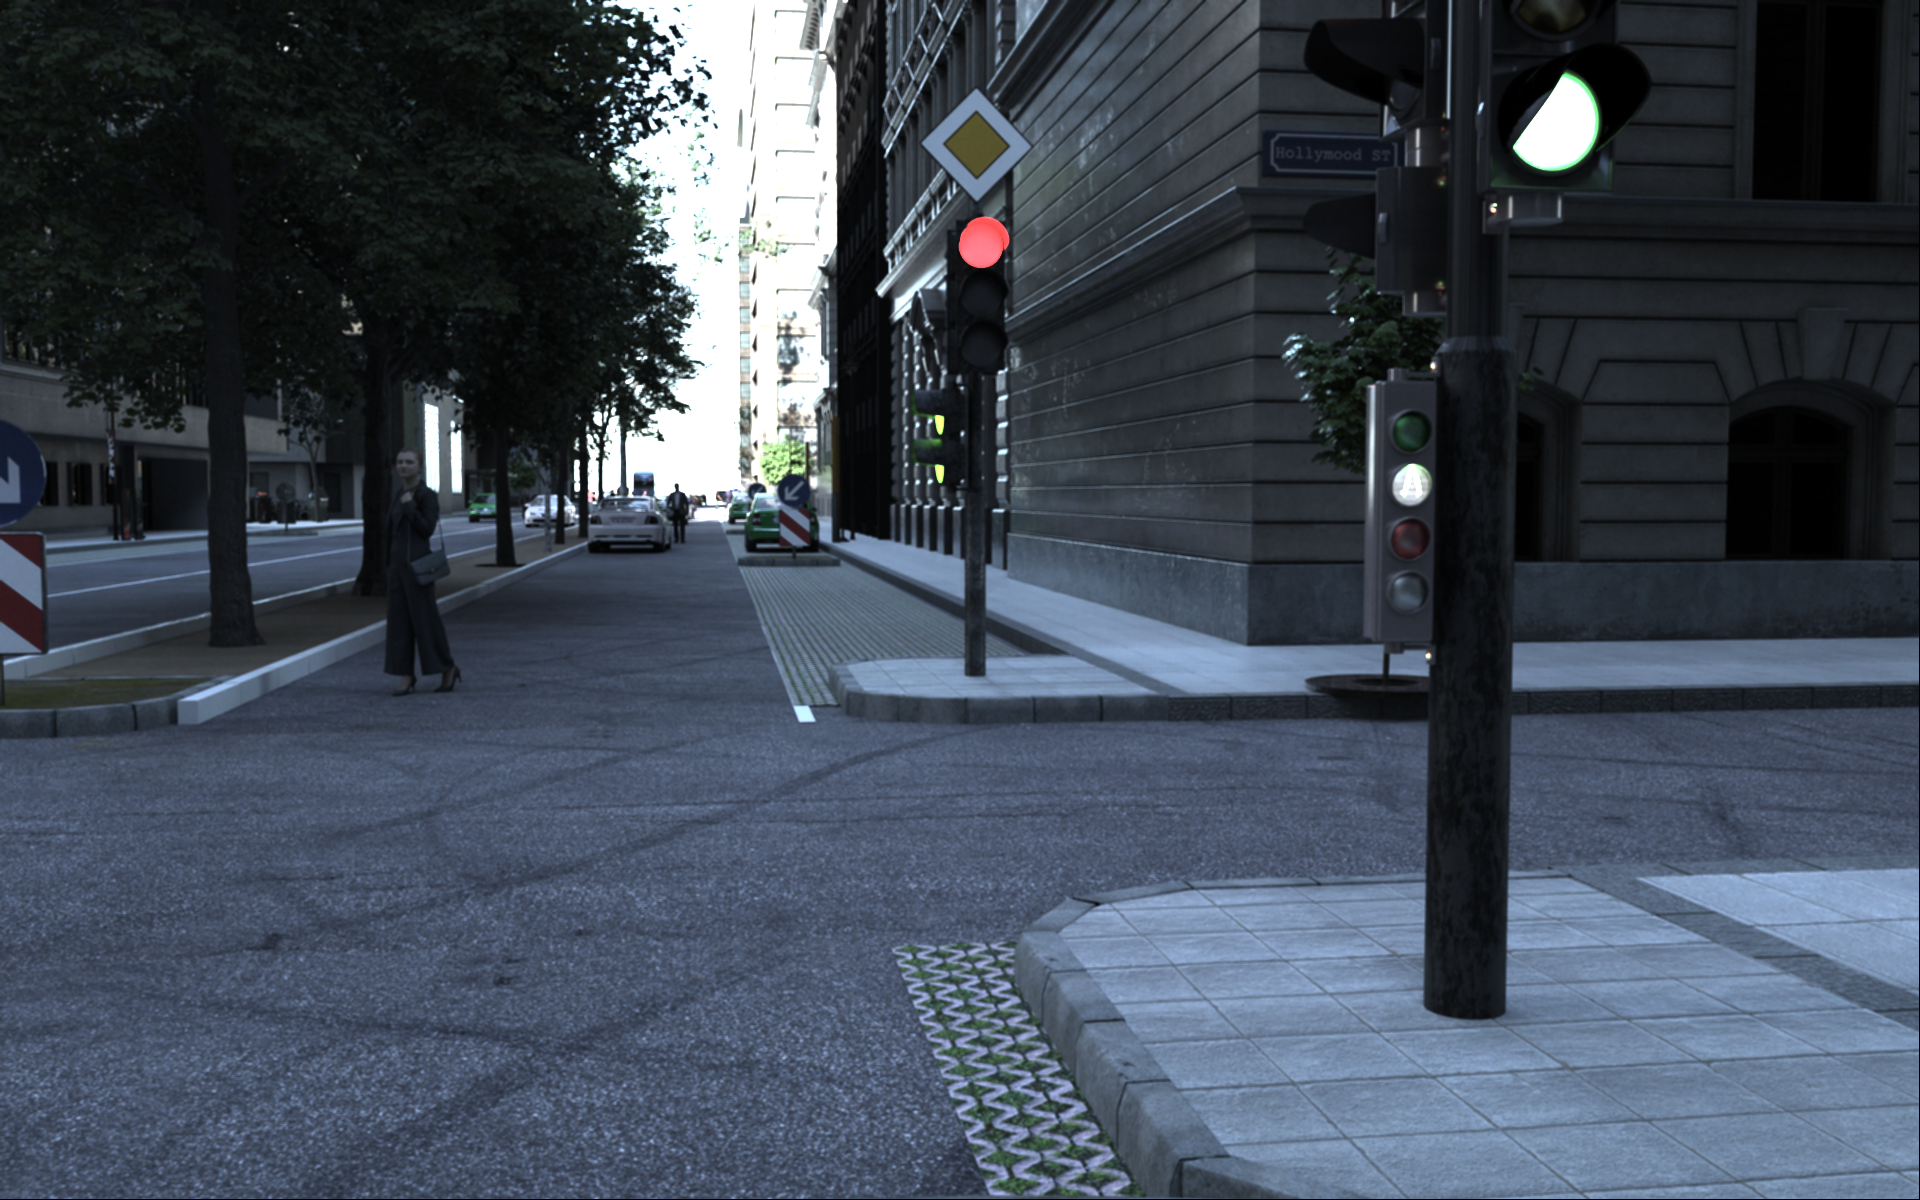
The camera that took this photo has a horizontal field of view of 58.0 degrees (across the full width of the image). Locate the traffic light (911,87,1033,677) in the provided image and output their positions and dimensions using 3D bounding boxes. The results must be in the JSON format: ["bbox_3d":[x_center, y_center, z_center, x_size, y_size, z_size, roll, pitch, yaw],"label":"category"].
[{"bbox_3d":[0.088,-1.420,12.130,0.839,4.253,0.868,-1,4,-8],"label":"traffic light"}]

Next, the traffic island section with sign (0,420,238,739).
[{"bbox_3d":[-5.916,-0.177,11.038,2.006,1.907,1.989,-1,4,-8],"label":"traffic island section with sign"}]

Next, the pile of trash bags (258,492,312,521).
[{"bbox_3d":[-32.276,-4.426,82.115,1.912,1.369,3.447,1,4,9],"label":"pile of trash bags"}]

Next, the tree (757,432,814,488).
[{"bbox_3d":[-9.197,-6.605,91.704,4.285,4.588,4.351,0,3,0],"label":"tree"}]

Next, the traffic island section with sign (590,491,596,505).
[{"bbox_3d":[-45.908,-12.767,217.359,1.989,1.847,2.006,-1,4,-8],"label":"traffic island section with sign"}]

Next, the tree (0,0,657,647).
[{"bbox_3d":[-6.664,-5.805,15.498,7.486,12.596,7.792,0,3,0],"label":"tree"}]

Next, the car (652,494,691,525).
[{"bbox_3d":[-13.684,-4.232,80.985,2.131,1.459,4.920,0,4,-7],"label":"car"}]

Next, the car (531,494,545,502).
[{"bbox_3d":[-35.414,-8.343,146.195,2.009,1.686,4.222,-1,4,-8],"label":"car"}]

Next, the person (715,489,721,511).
[{"bbox_3d":[-20.405,-8.395,145.769,0.705,1.822,1.348,-2,4,-29],"label":"person"}]

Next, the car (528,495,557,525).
[{"bbox_3d":[-19.593,-4.332,82.827,2.014,1.417,4.499,-1,4,-10],"label":"car"}]

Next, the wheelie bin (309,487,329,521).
[{"bbox_3d":[-30.083,-4.482,81.187,0.693,1.594,0.980,1,4,21],"label":"wheelie bin"}]

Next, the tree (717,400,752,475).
[{"bbox_3d":[-20.071,-14.429,170.332,8.767,10.594,7.601,-2,4,-28],"label":"tree"}]

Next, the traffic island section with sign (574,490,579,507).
[{"bbox_3d":[-42.069,-11.135,190.678,1.989,1.847,2.006,-1,4,-8],"label":"traffic island section with sign"}]

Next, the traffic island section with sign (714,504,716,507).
[{"bbox_3d":[-18.292,-7.879,137.448,1.989,1.847,2.006,-1,4,-8],"label":"traffic island section with sign"}]

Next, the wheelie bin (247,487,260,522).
[{"bbox_3d":[-32.181,-4.319,78.521,0.980,1.594,0.693,0,4,-3],"label":"wheelie bin"}]

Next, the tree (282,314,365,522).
[{"bbox_3d":[-29.216,-8.792,78.160,7.601,10.594,8.767,2,4,35],"label":"tree"}]

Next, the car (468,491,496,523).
[{"bbox_3d":[-23.993,-4.865,88.331,1.959,1.807,4.718,-1,4,-10],"label":"car"}]

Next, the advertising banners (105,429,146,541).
[{"bbox_3d":[-22.848,-3.132,47.403,0.090,3.025,2.074,0,4,0],"label":"advertising banners"}]

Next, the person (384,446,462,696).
[{"bbox_3d":[-3.913,-0.216,12.448,0.576,1.772,0.534,1,4,16],"label":"person"}]

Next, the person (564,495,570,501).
[{"bbox_3d":[-30.462,-7.569,132.330,0.705,1.814,1.350,3,5,44],"label":"person"}]

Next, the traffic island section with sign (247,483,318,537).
[{"bbox_3d":[-23.044,-3.084,59.048,1.989,1.847,2.006,-1,4,-8],"label":"traffic island section with sign"}]

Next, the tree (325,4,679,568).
[{"bbox_3d":[-9.070,-6.461,33.855,9.928,11.665,9.643,0,3,0],"label":"tree"}]

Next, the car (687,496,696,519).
[{"bbox_3d":[-16.516,-5.459,101.839,1.945,1.354,3.894,0,4,-7],"label":"car"}]

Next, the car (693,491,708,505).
[{"bbox_3d":[-33.981,-13.293,226.011,2.281,1.827,5.304,-1,4,-8],"label":"car"}]

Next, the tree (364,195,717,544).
[{"bbox_3d":[-11.362,-6.834,48.608,8.767,10.594,7.601,-1,4,-8],"label":"tree"}]

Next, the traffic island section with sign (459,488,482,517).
[{"bbox_3d":[-30.129,-6.081,108.050,1.989,1.847,2.006,-1,4,-8],"label":"traffic island section with sign"}]

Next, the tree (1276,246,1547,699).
[{"bbox_3d":[2.924,-1.018,11.239,1.663,3.219,1.824,0,3,0],"label":"tree"}]

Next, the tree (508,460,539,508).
[{"bbox_3d":[-40.388,-10.743,159.363,4.285,4.588,4.351,0,3,0],"label":"tree"}]

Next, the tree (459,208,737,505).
[{"bbox_3d":[-13.725,-9.357,65.817,12.009,13.543,11.850,0,3,0],"label":"tree"}]

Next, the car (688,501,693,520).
[{"bbox_3d":[-15.761,-5.112,95.583,2.014,1.417,4.499,0,4,-7],"label":"car"}]

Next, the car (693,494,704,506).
[{"bbox_3d":[-31.280,-11.884,204.519,2.015,1.641,3.980,0,4,-7],"label":"car"}]

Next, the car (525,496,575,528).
[{"bbox_3d":[-17.916,-3.881,75.816,2.083,1.381,4.827,0,4,-8],"label":"car"}]

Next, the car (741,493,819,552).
[{"bbox_3d":[-4.552,-2.145,43.865,1.959,1.807,4.718,0,4,-8],"label":"car"}]

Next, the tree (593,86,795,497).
[{"bbox_3d":[-14.246,-13.495,78.996,12.611,20.169,13.585,0,3,0],"label":"tree"}]

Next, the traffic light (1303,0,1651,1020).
[{"bbox_3d":[-0.828,-1.781,3.788,4.771,5.953,1.251,-1,4,-8],"label":"traffic light"}]

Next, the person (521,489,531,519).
[{"bbox_3d":[-25.281,-5.624,100.998,0.990,1.755,0.434,3,5,40],"label":"person"}]

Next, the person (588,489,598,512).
[{"bbox_3d":[-24.668,-6.507,115.616,1.217,1.743,0.721,0,4,-1],"label":"person"}]

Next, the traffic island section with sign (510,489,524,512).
[{"bbox_3d":[-34.005,-7.721,134.873,1.989,1.847,2.006,-1,4,-8],"label":"traffic island section with sign"}]

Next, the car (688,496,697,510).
[{"bbox_3d":[-24.408,-8.670,154.337,1.945,1.354,3.894,0,4,-7],"label":"car"}]

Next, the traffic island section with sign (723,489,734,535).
[{"bbox_3d":[-7.326,-3.237,61.549,1.989,1.847,2.006,-1,4,-8],"label":"traffic island section with sign"}]

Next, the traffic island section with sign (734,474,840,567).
[{"bbox_3d":[-3.478,-1.605,34.868,1.989,1.847,2.006,-1,4,-8],"label":"traffic island section with sign"}]

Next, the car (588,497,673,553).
[{"bbox_3d":[-8.339,-1.927,43.873,2.083,1.381,4.827,0,4,-6],"label":"car"}]

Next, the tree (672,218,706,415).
[{"bbox_3d":[-12.170,-8.291,56.139,7.486,12.596,7.792,0,3,0],"label":"tree"}]

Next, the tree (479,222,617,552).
[{"bbox_3d":[-10.192,-5.486,42.514,4.737,8.622,4.395,0,3,0],"label":"tree"}]

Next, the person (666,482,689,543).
[{"bbox_3d":[-8.252,-2.557,50.699,0.661,1.777,0.834,-1,4,-14],"label":"person"}]

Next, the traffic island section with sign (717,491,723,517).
[{"bbox_3d":[-14.375,-6.223,110.378,1.989,1.847,2.006,-1,4,-8],"label":"traffic island section with sign"}]

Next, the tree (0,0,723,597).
[{"bbox_3d":[-8.160,-6.394,24.000,9.611,12.733,9.660,0,3,0],"label":"tree"}]

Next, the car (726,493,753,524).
[{"bbox_3d":[-10.186,-4.538,83.000,1.959,1.807,4.718,-1,4,-10],"label":"car"}]

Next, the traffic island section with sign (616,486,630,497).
[{"bbox_3d":[-16.665,-4.726,85.406,2.006,1.907,1.989,-1,4,-8],"label":"traffic island section with sign"}]

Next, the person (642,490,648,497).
[{"bbox_3d":[-21.555,-6.675,118.552,0.530,1.710,0.541,-1,4,-17],"label":"person"}]
